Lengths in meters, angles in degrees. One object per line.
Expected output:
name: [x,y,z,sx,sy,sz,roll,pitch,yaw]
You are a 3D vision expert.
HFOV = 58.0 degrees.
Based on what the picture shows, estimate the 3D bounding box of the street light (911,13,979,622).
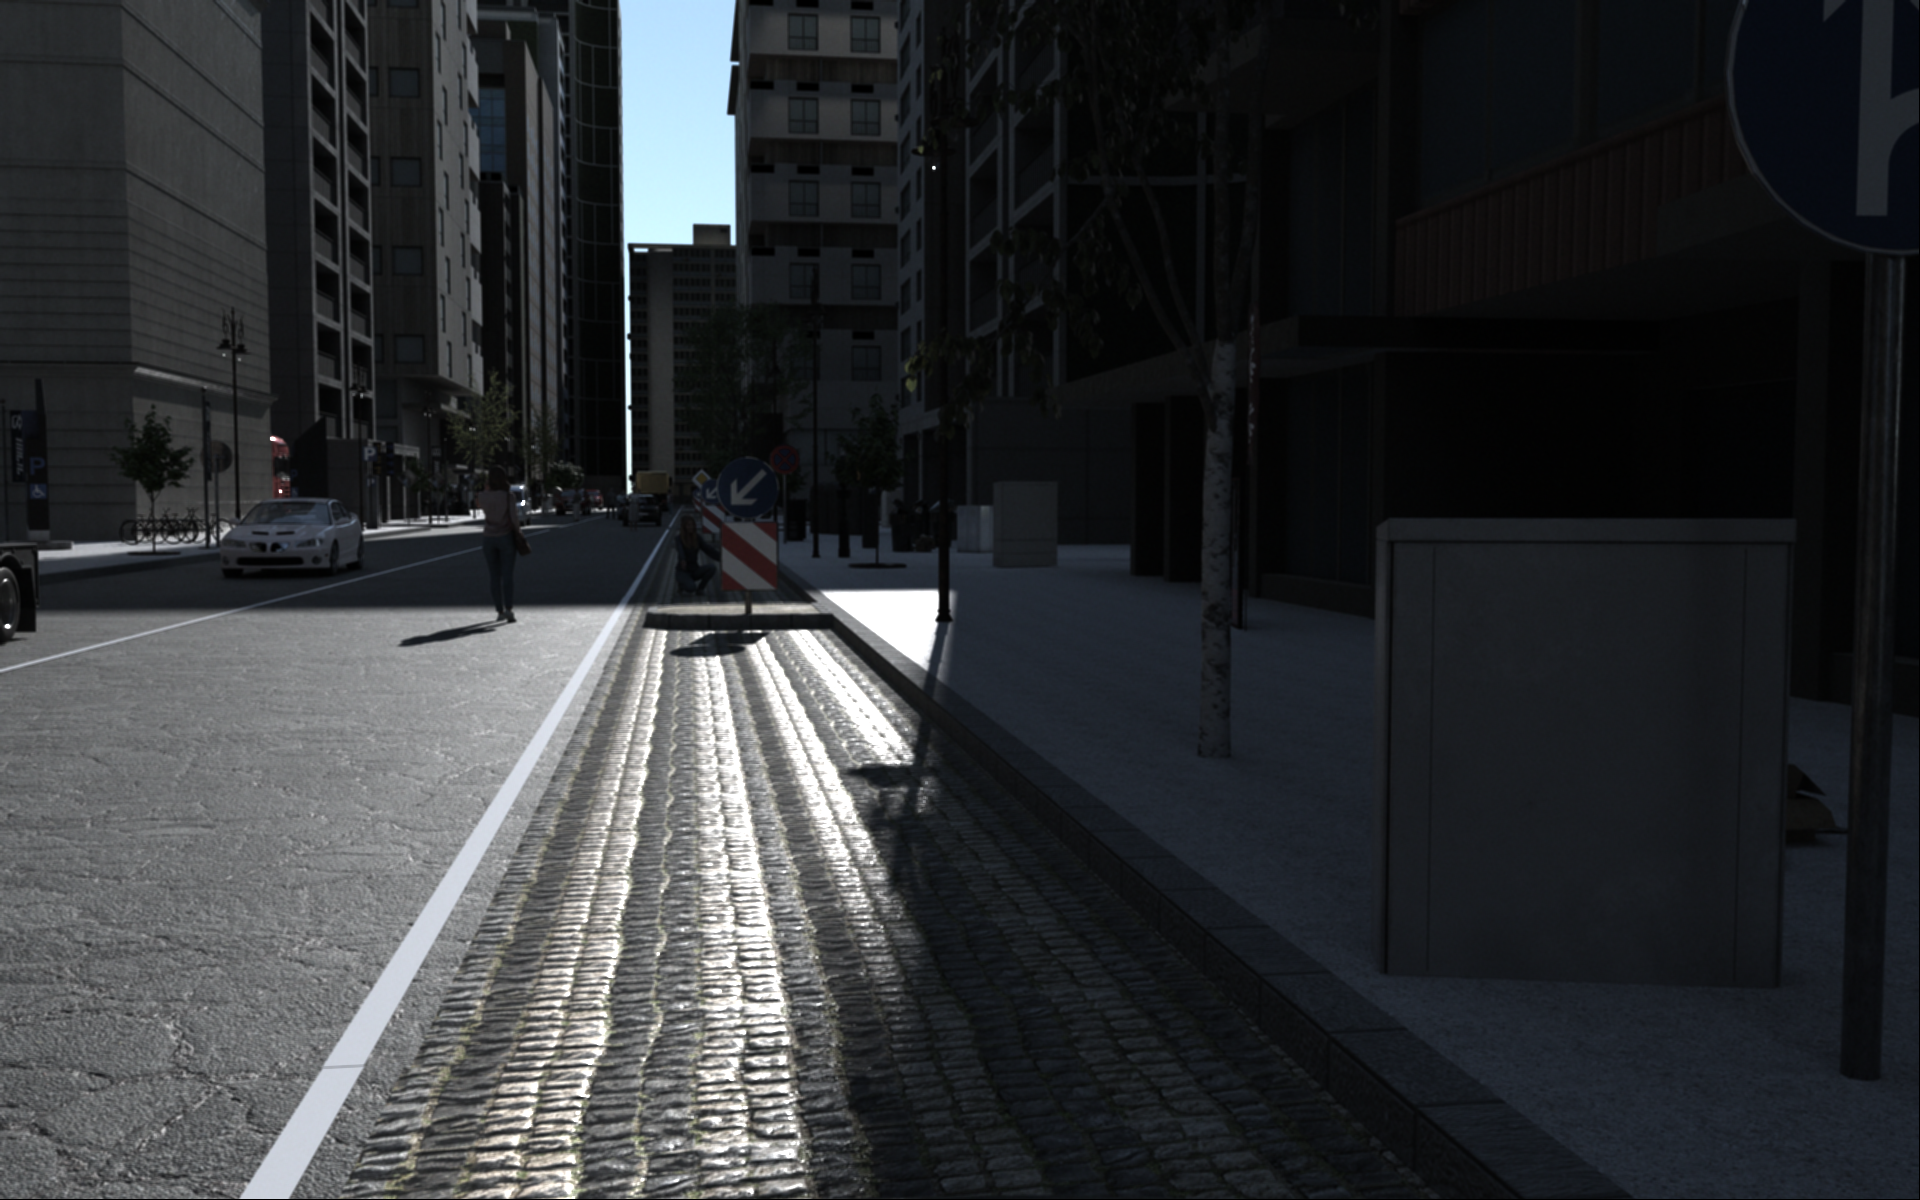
street light: [-0.161,-2.722,17.297,0.468,5.910,1.993,-1,4,-9]

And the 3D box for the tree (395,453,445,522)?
tree: [-25.388,-5.290,81.089,1.663,3.219,1.824,0,3,0]

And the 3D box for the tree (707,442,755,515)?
tree: [-14.256,-7.651,108.815,4.285,4.588,4.351,0,3,0]

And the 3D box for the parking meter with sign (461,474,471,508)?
parking meter with sign: [-38.748,-8.523,135.613,0.543,3.016,1.738,-2,4,-27]

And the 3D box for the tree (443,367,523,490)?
tree: [-27.317,-9.112,99.337,4.360,8.622,3.978,0,3,0]

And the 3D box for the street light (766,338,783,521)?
street light: [-5.490,-4.806,51.359,0.468,5.910,1.993,-1,4,-9]

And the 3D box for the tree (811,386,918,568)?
tree: [-1.367,-2.190,30.405,1.663,3.219,1.824,0,3,0]

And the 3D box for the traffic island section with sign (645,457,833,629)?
traffic island section with sign: [-2.478,-0.647,19.205,1.989,1.847,2.006,-1,4,-9]

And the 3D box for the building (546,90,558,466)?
building: [-50.141,-32.544,182.207,14.600,45.320,14.200,-1,4,-9]

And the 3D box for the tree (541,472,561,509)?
tree: [-35.802,-9.555,150.826,1.663,3.219,1.824,0,3,0]

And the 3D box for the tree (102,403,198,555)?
tree: [-16.999,-2.577,36.739,1.663,3.219,1.824,0,3,0]

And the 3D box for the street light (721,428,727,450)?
street light: [-15.547,-8.739,115.664,0.468,5.910,1.993,-1,4,-9]

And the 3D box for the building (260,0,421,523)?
building: [-37.874,-39.453,83.307,20.563,71.187,20.611,-1,4,-9]

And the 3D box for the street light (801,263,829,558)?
street light: [-2.915,-3.797,34.868,0.468,5.910,1.993,-1,4,-9]

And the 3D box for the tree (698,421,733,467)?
tree: [-22.964,-13.198,166.141,4.737,8.622,4.395,0,3,0]

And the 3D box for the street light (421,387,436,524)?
street light: [-22.919,-6.239,74.788,0.468,5.910,1.993,-1,4,-9]

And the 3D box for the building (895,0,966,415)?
building: [4.391,-19.470,90.034,14.107,30.474,14.160,-1,4,-9]

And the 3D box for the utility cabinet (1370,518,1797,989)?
utility cabinet: [1.646,0.398,4.662,1.020,1.237,0.306,0,4,8]

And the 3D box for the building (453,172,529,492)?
building: [-46.424,-23.389,154.104,14.160,30.474,14.107,-1,4,-9]

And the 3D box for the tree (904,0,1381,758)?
tree: [1.086,-3.550,8.402,4.360,8.622,3.978,0,3,0]

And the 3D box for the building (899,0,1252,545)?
building: [9.671,-37.257,47.408,20.563,71.187,20.611,-1,4,-9]

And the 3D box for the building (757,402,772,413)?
building: [-12.157,-23.943,163.167,14.160,30.474,14.107,-1,4,-9]

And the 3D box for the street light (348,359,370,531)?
street light: [-20.666,-5.314,59.666,0.468,5.910,1.993,-1,4,-9]

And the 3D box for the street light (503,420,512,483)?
street light: [-28.198,-8.274,108.068,0.468,5.910,1.993,-1,4,-9]

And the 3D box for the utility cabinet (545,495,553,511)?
utility cabinet: [-32.104,-7.570,134.927,0.306,1.237,1.020,1,4,14]

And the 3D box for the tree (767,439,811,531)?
tree: [-5.908,-4.043,60.700,1.663,3.219,1.824,0,3,0]

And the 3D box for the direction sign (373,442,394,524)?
direction sign: [-25.103,-5.107,75.499,0.876,3.537,0.379,-1,4,-9]

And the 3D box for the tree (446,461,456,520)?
tree: [-25.736,-5.582,85.875,1.663,3.219,1.824,0,3,0]

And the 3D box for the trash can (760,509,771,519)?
trash can: [-10.178,-4.823,90.513,0.748,1.137,0.748,0,3,0]

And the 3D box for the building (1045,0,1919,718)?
building: [14.132,-22.050,15.150,22.147,44.769,28.867,-1,4,-9]

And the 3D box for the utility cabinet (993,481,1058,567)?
utility cabinet: [1.144,-1.332,30.460,1.173,1.500,0.318,-2,4,-32]

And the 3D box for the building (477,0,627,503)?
building: [-57.850,-49.202,242.711,20.611,71.187,20.563,-1,4,-9]

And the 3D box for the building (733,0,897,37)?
building: [-9.448,-36.384,184.123,28.713,52.752,27.495,-1,4,-9]

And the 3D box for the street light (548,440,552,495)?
street light: [-33.565,-10.353,142.058,0.468,5.910,1.993,-1,4,-9]

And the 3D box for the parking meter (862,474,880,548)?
parking meter: [-2.107,-2.160,41.035,0.399,1.863,0.255,-1,4,-17]

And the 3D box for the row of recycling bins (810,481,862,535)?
row of recycling bins: [-3.859,-2.960,55.516,1.069,1.692,3.534,-2,4,-28]

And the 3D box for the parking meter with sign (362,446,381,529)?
parking meter with sign: [-21.710,-4.145,64.027,0.543,3.016,1.738,-1,4,-13]

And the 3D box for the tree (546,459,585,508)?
tree: [-38.743,-11.484,171.481,4.285,4.588,4.351,0,3,0]

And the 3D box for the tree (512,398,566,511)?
tree: [-32.115,-11.155,132.746,4.737,8.622,4.395,0,3,0]

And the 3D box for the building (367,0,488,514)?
building: [-47.544,-32.277,116.973,28.713,52.752,27.495,-1,4,-9]

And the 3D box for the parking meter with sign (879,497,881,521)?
parking meter with sign: [-4.109,-5.211,81.460,1.738,3.016,0.543,-3,5,-41]

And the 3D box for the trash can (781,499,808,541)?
trash can: [-4.517,-2.185,47.382,0.748,1.137,0.748,0,3,0]

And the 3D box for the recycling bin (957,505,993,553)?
recycling bin: [0.421,-1.563,38.115,0.722,1.027,0.722,-3,5,-44]

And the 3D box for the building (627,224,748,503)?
building: [-36.032,-34.269,252.182,23.993,40.220,32.217,-1,4,-9]

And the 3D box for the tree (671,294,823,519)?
tree: [-11.080,-9.988,89.064,9.928,11.665,9.643,0,3,0]

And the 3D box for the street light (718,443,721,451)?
street light: [-18.156,-9.785,132.773,0.468,5.910,1.993,-1,4,-9]

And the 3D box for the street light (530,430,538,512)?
street light: [-30.818,-9.328,125.295,0.468,5.910,1.993,-1,4,-9]

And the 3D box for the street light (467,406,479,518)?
street light: [-25.699,-7.261,91.505,0.468,5.910,1.993,-1,4,-9]

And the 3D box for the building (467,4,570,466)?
building: [-61.681,-40.697,207.390,28.212,58.520,21.231,-1,4,-9]

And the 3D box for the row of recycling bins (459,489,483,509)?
row of recycling bins: [-42.113,-8.541,146.755,3.534,1.692,1.069,0,4,-3]

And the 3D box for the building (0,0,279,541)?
building: [-44.908,-16.792,50.969,44.131,29.872,17.030,-1,4,-9]

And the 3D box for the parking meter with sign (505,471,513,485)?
parking meter with sign: [-33.465,-8.108,128.827,0.543,3.016,1.738,1,4,16]

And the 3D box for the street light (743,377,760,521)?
street light: [-8.162,-5.848,68.404,0.468,5.910,1.993,-1,4,-9]

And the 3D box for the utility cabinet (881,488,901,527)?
utility cabinet: [-2.473,-3.509,66.043,0.318,1.500,1.173,3,5,43]

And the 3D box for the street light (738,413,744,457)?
street light: [-10.139,-6.642,81.378,0.468,5.910,1.993,-1,4,-9]

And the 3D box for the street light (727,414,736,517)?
street light: [-12.873,-7.709,98.823,0.468,5.910,1.993,-1,4,-9]

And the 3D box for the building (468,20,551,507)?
building: [-48.276,-31.670,167.915,14.600,45.320,14.200,-1,4,-9]

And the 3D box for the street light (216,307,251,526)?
street light: [-17.923,-4.286,42.863,0.468,5.910,1.993,-1,4,-9]

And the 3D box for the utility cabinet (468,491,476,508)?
utility cabinet: [-40.687,-8.272,143.931,1.173,1.500,0.318,3,4,36]
